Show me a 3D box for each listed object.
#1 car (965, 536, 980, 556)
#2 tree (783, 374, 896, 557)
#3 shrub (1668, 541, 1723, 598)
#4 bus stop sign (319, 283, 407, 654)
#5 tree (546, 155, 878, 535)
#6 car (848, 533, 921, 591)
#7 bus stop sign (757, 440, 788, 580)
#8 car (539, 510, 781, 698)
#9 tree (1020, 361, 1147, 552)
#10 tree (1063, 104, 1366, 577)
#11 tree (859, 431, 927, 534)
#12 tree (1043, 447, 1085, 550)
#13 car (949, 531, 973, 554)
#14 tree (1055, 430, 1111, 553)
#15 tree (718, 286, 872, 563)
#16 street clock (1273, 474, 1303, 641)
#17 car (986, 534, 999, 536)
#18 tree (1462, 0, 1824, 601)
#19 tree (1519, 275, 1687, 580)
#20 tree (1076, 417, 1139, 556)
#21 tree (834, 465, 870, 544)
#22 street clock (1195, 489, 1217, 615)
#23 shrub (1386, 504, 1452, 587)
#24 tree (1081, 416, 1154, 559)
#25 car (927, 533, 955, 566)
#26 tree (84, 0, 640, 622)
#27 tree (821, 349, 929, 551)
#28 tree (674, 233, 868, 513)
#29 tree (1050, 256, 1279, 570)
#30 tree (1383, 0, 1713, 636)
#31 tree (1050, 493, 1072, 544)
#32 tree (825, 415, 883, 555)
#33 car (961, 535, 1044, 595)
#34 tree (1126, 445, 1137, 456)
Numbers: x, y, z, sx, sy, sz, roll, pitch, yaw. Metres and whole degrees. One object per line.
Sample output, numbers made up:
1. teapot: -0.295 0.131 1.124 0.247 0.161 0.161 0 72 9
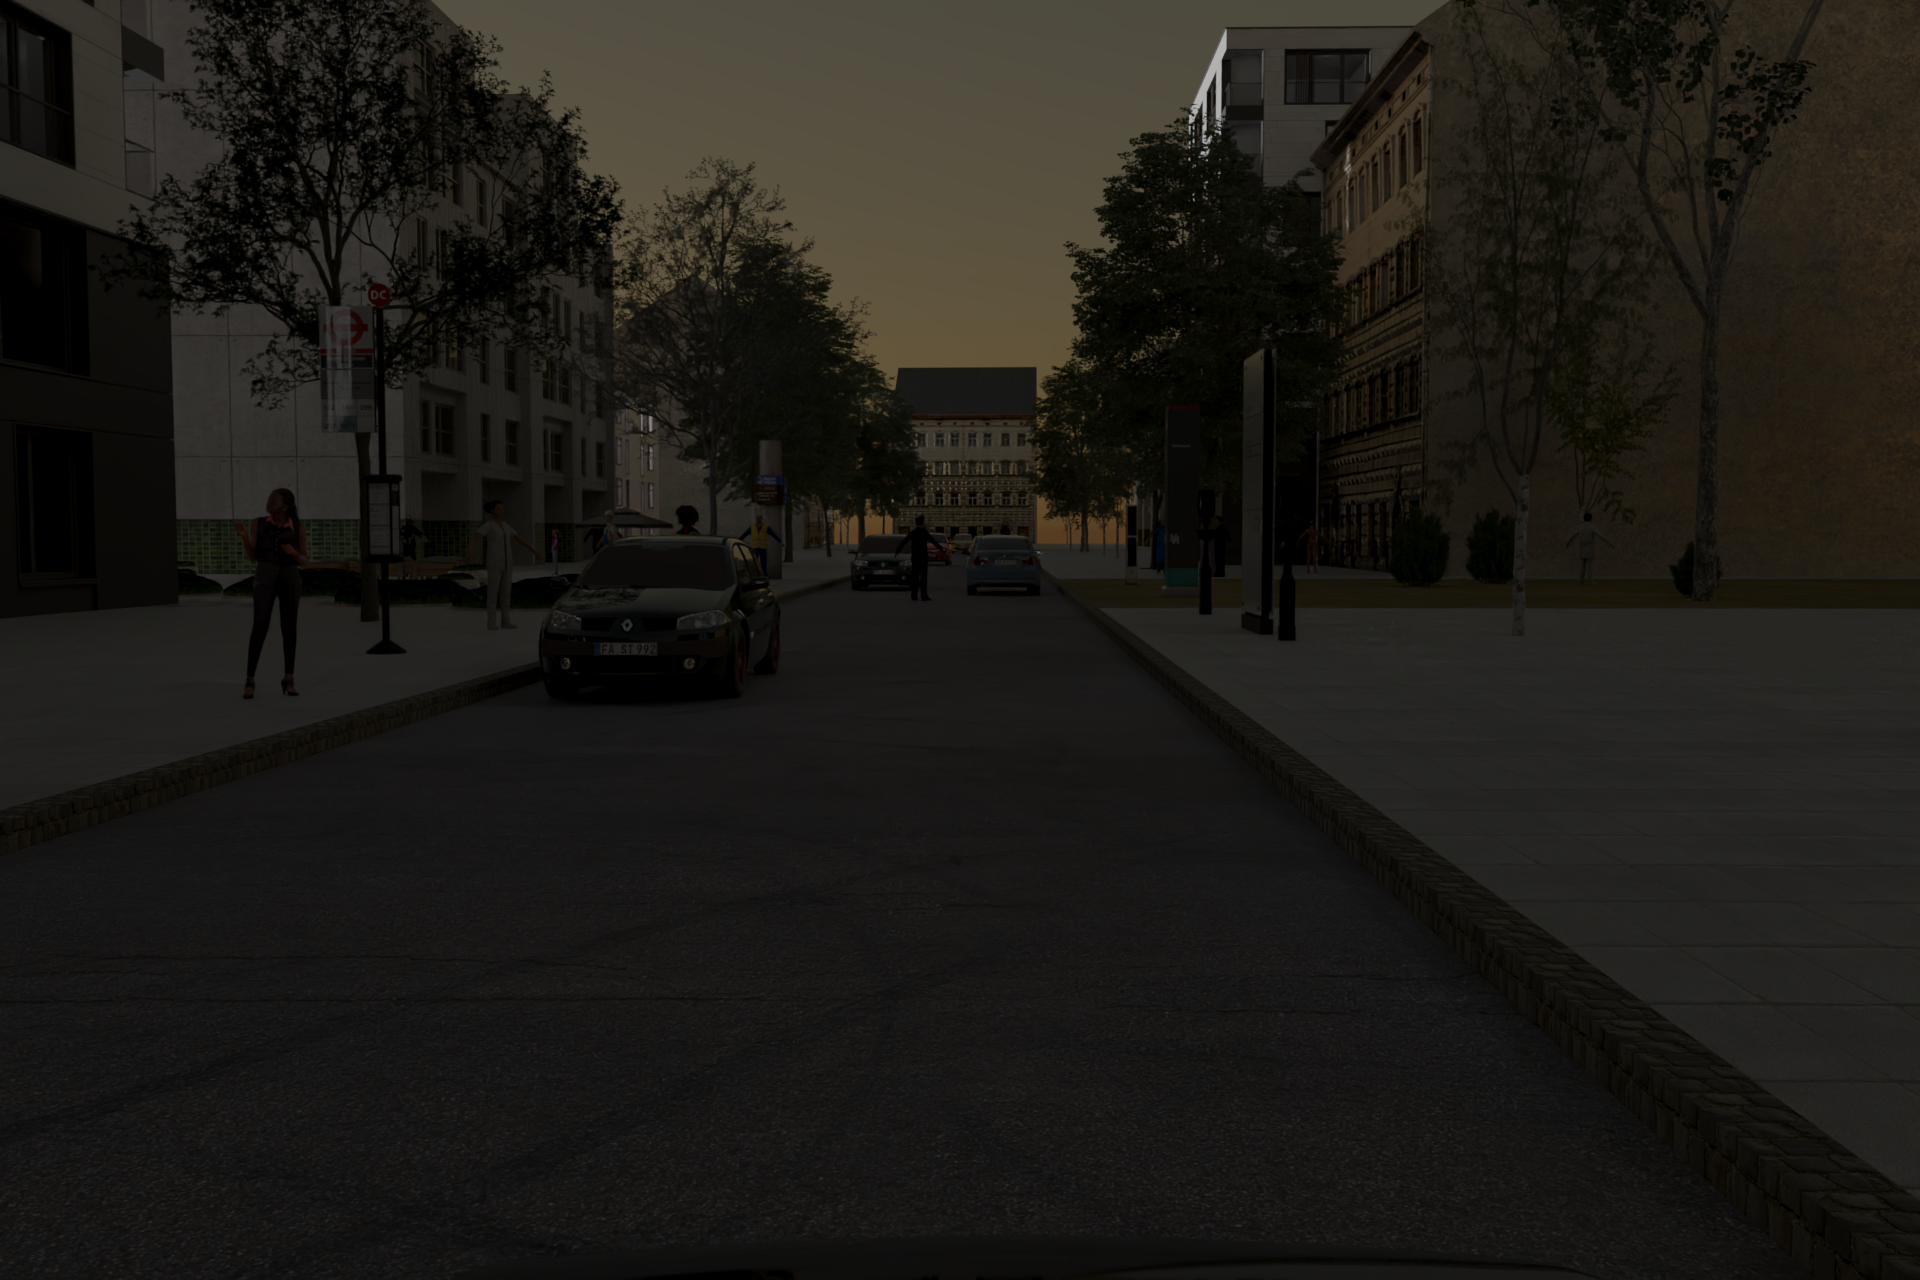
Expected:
1. car: 1.283 -3.896 76.056 2.083 1.381 4.827 0 3 0
2. tree: -7.410 -9.870 95.782 8.767 10.594 7.601 -2 4 -35
3. shrub: 14.825 -1.454 34.884 1.383 1.207 1.383 0 3 0
4. bus stop sign: -6.397 -1.825 18.538 0.855 3.939 0.416 0 4 1
5. tree: -7.845 -8.878 55.526 12.009 13.543 11.850 0 3 0
6. car: -1.872 -2.162 45.141 2.009 1.686 4.222 0 4 1
7. bus stop sign: -5.342 -3.664 48.924 0.837 3.901 0.837 0 4 3
8. car: -2.737 -0.403 16.379 2.009 1.686 4.222 0 4 1
9. tree: 9.056 -13.412 125.940 9.857 13.997 8.962 0 3 0
10. tree: 7.541 -8.883 51.887 9.857 13.997 8.962 0 3 0
11. tree: -5.786 -12.374 136.730 7.601 10.594 8.767 -3 5 -42
12. tree: 8.559 -11.355 136.016 4.737 8.622 4.395 0 3 0
13. car: 0.235 -7.184 127.680 2.015 1.641 3.980 0 4 1
14. tree: 8.437 -10.143 116.207 4.360 8.622 3.978 0 3 0
15. tree: -7.613 -9.796 78.289 7.486 12.596 7.792 0 3 0
16. street clock: 3.941 -0.994 20.830 0.358 2.002 0.471 0 4 2
17. car: 2.556 -7.107 128.201 2.014 1.417 4.499 0 4 1
18. tree: 13.146 -10.866 33.545 12.611 20.169 13.585 0 3 0
19. tree: 17.667 -5.999 48.443 4.737 8.622 4.395 0 3 0
20. tree: 8.333 -9.220 101.115 4.360 8.622 3.978 0 3 0
21. tree: -15.620 -19.231 224.797 12.009 13.543 11.850 0 3 0
22. street clock: 3.914 -1.407 27.572 0.358 2.002 0.471 0 4 1
23. shrub: 11.170 -2.310 42.187 1.690 2.028 1.600 0 3 0
24. tree: 7.996 -8.563 90.374 4.360 8.622 3.978 0 3 0
25. car: -1.305 -4.321 79.695 2.155 1.783 4.494 0 4 1
26. tree: -8.607 -5.569 25.463 8.767 10.594 7.601 0 4 5
27. tree: -6.669 -12.973 118.769 9.857 13.997 8.962 0 3 0
28. tree: -7.342 -9.062 66.286 7.486 12.596 7.792 0 3 0
29. tree: 7.310 -8.394 62.989 9.928 11.665 9.643 0 3 0
30. tree: 6.935 -4.351 21.497 4.360 8.622 3.978 0 3 0
31. tree: 14.271 -16.894 226.576 4.360 8.622 3.978 0 3 0
32. tree: -6.931 -9.460 105.029 4.360 8.622 3.978 0 3 0
33. car: 1.031 -1.818 41.721 2.014 1.417 4.499 0 4 1
34. tree: 23.858 -22.387 221.910 12.611 20.169 13.585 0 3 0
